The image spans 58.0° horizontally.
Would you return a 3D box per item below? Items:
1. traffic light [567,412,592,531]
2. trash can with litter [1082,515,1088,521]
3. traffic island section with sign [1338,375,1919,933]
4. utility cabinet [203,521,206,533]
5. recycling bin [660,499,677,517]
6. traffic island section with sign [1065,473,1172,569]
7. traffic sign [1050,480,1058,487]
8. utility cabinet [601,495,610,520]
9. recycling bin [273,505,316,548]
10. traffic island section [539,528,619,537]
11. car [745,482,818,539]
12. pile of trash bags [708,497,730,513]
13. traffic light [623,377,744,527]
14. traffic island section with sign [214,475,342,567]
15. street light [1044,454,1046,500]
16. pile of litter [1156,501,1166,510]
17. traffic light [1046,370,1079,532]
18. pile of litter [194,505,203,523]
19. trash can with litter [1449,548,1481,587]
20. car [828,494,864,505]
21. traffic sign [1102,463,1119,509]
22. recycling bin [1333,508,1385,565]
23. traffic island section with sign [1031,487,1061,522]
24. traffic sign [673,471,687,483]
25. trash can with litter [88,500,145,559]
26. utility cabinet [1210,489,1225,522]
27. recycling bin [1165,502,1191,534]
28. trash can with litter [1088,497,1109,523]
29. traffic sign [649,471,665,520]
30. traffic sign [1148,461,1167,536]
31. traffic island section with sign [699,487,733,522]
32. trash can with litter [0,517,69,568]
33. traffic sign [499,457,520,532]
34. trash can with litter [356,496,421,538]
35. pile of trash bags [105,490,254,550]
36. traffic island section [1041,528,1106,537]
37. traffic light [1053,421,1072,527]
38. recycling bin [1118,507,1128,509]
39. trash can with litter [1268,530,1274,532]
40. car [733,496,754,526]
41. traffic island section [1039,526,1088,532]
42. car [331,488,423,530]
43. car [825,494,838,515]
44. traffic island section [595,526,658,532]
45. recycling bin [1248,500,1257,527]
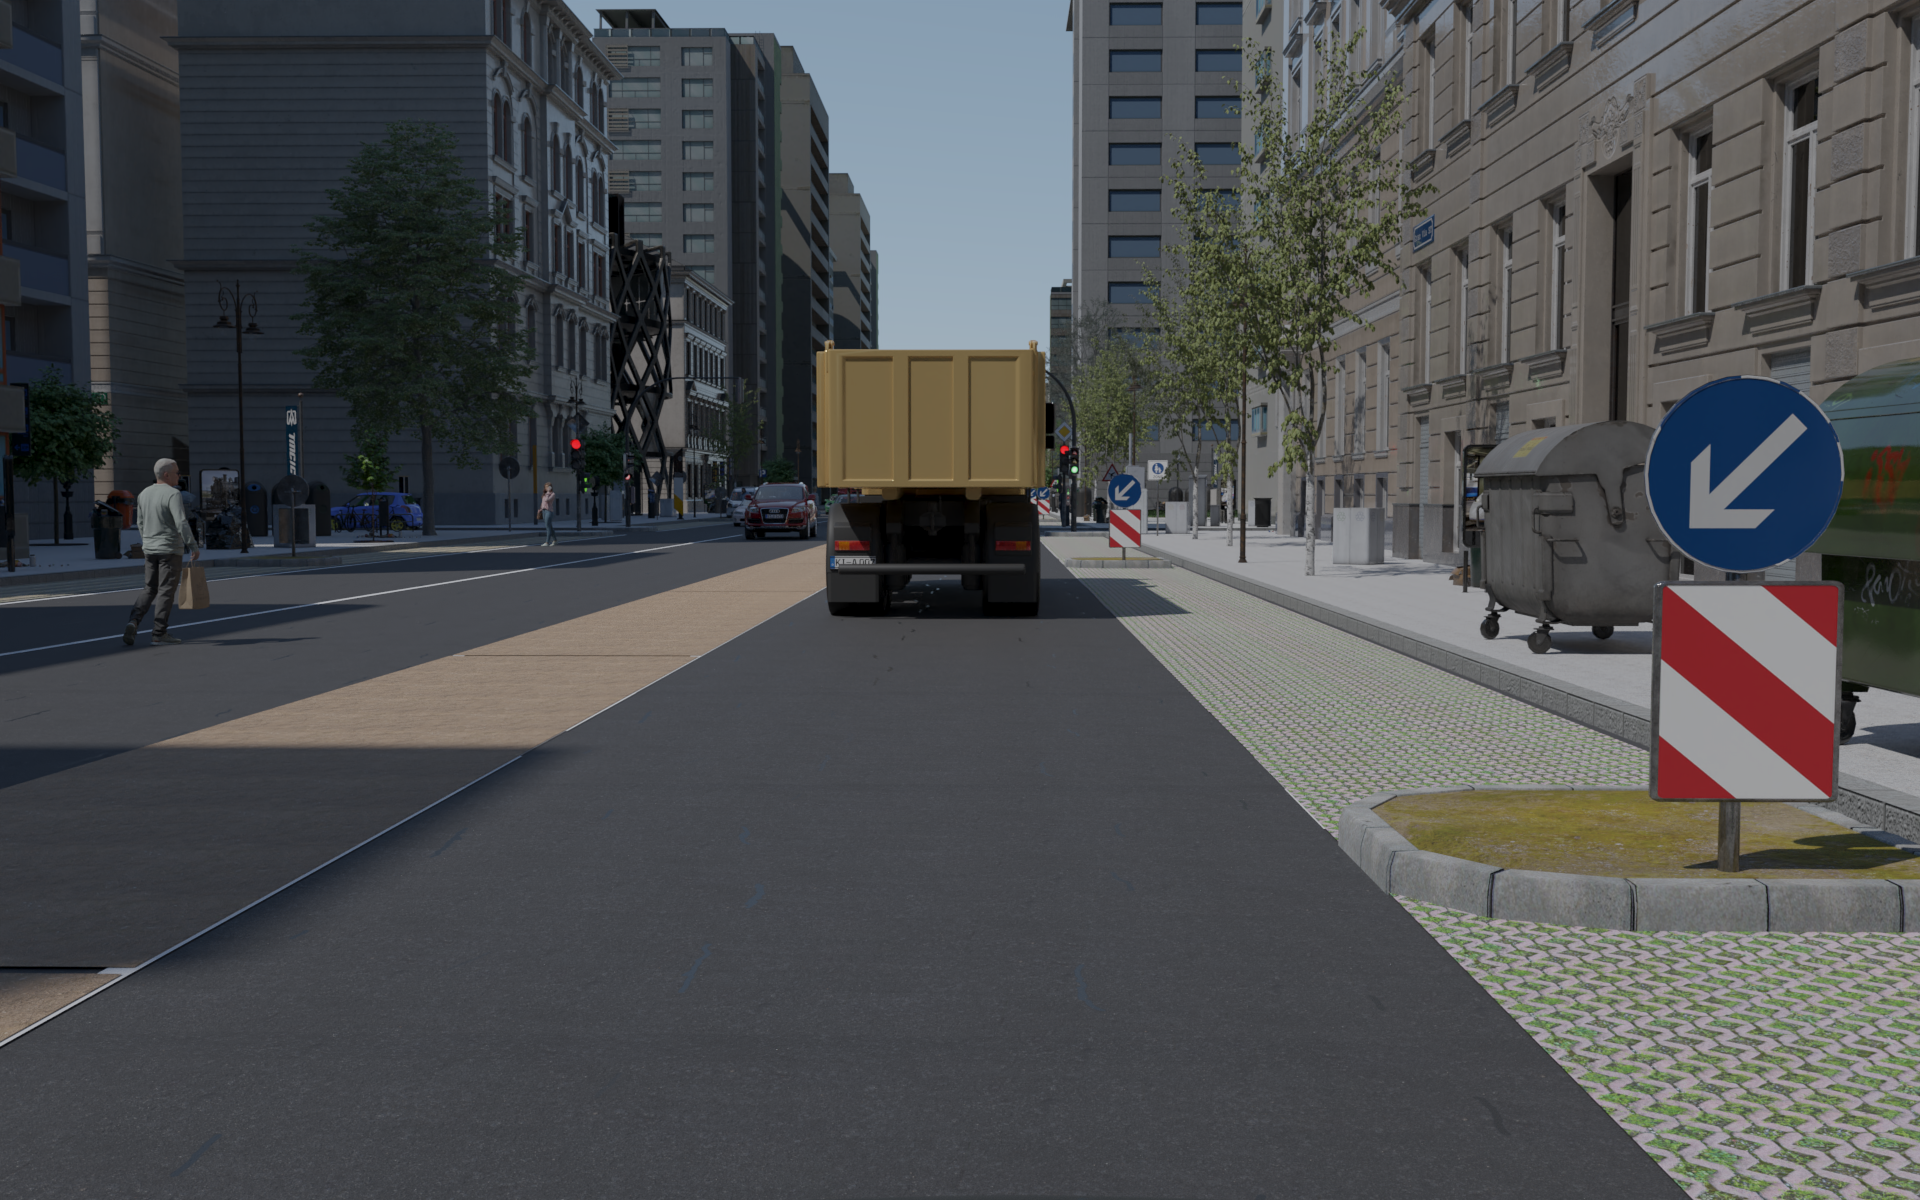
[{"bbox_3d":[-13.054,-4.306,59.318,0.839,4.253,0.868,0,4,1],"label":"traffic light"},{"bbox_3d":[6.248,-4.287,81.487,1.055,1.170,0.624,1,4,12],"label":"trash can with litter"},{"bbox_3d":[2.530,0.126,6.572,1.989,1.847,2.006,0,4,1],"label":"traffic island section with sign"},{"bbox_3d":[-23.631,-2.827,54.899,0.318,1.500,1.173,0,4,-3],"label":"utility cabinet"},{"bbox_3d":[-16.162,-5.100,95.939,0.722,1.027,0.722,1,4,14],"label":"recycling bin"},{"bbox_3d":[3.073,-1.556,34.065,1.989,1.847,2.006,0,4,1],"label":"traffic island section with sign"},{"bbox_3d":[6.975,-7.696,125.837,0.884,2.594,0.081,0,4,1],"label":"traffic sign"},{"bbox_3d":[-17.452,-4.546,85.488,0.306,1.237,1.020,0,4,0],"label":"utility cabinet"},{"bbox_3d":[-15.995,-1.778,41.622,0.722,1.027,0.722,3,4,36],"label":"recycling bin"},{"bbox_3d":[-13.094,-2.274,59.453,2.009,0.180,2.903,0,4,1],"label":"traffic island section"},{"bbox_3d":[-5.783,-2.915,56.328,2.281,1.827,5.304,0,4,-1],"label":"car"},{"bbox_3d":[-15.607,-6.526,116.451,1.912,1.369,3.447,1,4,13],"label":"pile of trash bags"},{"bbox_3d":[-10.803,-5.665,67.295,4.771,5.953,1.251,0,4,1],"label":"traffic light"},{"bbox_3d":[-13.575,-1.598,34.757,1.989,1.847,2.006,0,4,1],"label":"traffic island section with sign"},{"bbox_3d":[8.026,-11.725,164.488,0.468,5.910,1.993,0,4,1],"label":"street light"},{"bbox_3d":[12.935,-6.066,113.143,1.719,0.858,1.176,1,4,12],"label":"pile of litter"},{"bbox_3d":[1.761,-5.152,58.902,4.771,5.953,1.251,0,4,1],"label":"traffic light"},{"bbox_3d":[-30.647,-3.416,69.819,1.719,0.858,1.176,0,4,-5],"label":"pile of litter"},{"bbox_3d":[7.132,-0.770,23.978,0.624,1.170,1.055,-1,4,-16],"label":"trash can with litter"},{"bbox_3d":[-4.966,-4.149,79.631,2.131,1.459,4.920,0,4,1],"label":"car"},{"bbox_3d":[6.419,-4.469,73.079,0.884,2.594,0.081,1,4,9],"label":"traffic sign"},{"bbox_3d":[7.303,-1.172,31.710,0.722,1.027,0.722,3,4,38],"label":"recycling bin"},{"bbox_3d":[4.155,-4.902,88.771,1.989,1.847,2.006,0,4,1],"label":"traffic island section with sign"},{"bbox_3d":[-14.652,-5.531,90.546,0.768,2.556,0.104,0,4,5],"label":"traffic sign"},{"bbox_3d":[-16.636,-1.401,34.287,1.055,1.170,0.624,-3,5,-39],"label":"trash can with litter"},{"bbox_3d":[11.529,-4.210,77.513,0.318,1.500,1.173,2,4,28],"label":"utility cabinet"},{"bbox_3d":[7.042,-2.654,55.947,0.722,1.027,0.722,1,4,15],"label":"recycling bin"},{"bbox_3d":[6.311,-3.955,76.059,0.624,1.170,1.055,3,5,43],"label":"trash can with litter"},{"bbox_3d":[-14.951,-5.155,85.467,0.795,2.450,0.064,1,4,9],"label":"traffic sign"},{"bbox_3d":[6.030,-3.101,52.826,0.606,2.300,0.079,0,4,5],"label":"traffic sign"},{"bbox_3d":[-12.486,-4.998,90.337,1.989,1.847,2.006,0,4,1],"label":"traffic island section with sign"},{"bbox_3d":[-17.135,-1.212,30.876,2.233,1.210,1.678,3,4,37],"label":"trash can with litter"},{"bbox_3d":[-15.407,-3.615,59.210,0.768,2.556,0.104,1,4,11],"label":"traffic sign"},{"bbox_3d":[-17.110,-2.460,51.275,1.678,1.210,2.233,-3,5,-41],"label":"trash can with litter"},{"bbox_3d":[-18.398,-1.897,40.771,3.447,1.369,1.912,0,4,3],"label":"pile of trash bags"},{"bbox_3d":[3.894,-2.253,59.115,2.009,0.180,2.903,0,4,1],"label":"traffic island section"},{"bbox_3d":[4.012,-4.775,66.985,0.839,4.253,0.868,0,4,1],"label":"traffic light"},{"bbox_3d":[10.700,-6.076,111.901,0.722,1.027,0.722,-1,4,-21],"label":"recycling bin"},{"bbox_3d":[11.122,-2.892,58.336,1.678,1.210,2.233,-1,4,-14],"label":"trash can with litter"},{"bbox_3d":[-9.026,-4.023,78.134,2.083,1.381,4.827,0,4,3],"label":"car"},{"bbox_3d":[4.052,-2.741,67.099,2.009,0.180,2.903,0,4,1],"label":"traffic island section"},{"bbox_3d":[-21.595,-3.288,63.356,3.694,1.707,1.945,0,4,1],"label":"car"},{"bbox_3d":[-8.354,-6.706,121.447,2.131,1.459,4.920,0,4,2],"label":"car"},{"bbox_3d":[-12.936,-2.762,67.437,2.009,0.180,2.903,0,4,1],"label":"traffic island section"},{"bbox_3d":[11.888,-3.433,68.680,0.722,1.027,0.722,2,4,32],"label":"recycling bin"}]
